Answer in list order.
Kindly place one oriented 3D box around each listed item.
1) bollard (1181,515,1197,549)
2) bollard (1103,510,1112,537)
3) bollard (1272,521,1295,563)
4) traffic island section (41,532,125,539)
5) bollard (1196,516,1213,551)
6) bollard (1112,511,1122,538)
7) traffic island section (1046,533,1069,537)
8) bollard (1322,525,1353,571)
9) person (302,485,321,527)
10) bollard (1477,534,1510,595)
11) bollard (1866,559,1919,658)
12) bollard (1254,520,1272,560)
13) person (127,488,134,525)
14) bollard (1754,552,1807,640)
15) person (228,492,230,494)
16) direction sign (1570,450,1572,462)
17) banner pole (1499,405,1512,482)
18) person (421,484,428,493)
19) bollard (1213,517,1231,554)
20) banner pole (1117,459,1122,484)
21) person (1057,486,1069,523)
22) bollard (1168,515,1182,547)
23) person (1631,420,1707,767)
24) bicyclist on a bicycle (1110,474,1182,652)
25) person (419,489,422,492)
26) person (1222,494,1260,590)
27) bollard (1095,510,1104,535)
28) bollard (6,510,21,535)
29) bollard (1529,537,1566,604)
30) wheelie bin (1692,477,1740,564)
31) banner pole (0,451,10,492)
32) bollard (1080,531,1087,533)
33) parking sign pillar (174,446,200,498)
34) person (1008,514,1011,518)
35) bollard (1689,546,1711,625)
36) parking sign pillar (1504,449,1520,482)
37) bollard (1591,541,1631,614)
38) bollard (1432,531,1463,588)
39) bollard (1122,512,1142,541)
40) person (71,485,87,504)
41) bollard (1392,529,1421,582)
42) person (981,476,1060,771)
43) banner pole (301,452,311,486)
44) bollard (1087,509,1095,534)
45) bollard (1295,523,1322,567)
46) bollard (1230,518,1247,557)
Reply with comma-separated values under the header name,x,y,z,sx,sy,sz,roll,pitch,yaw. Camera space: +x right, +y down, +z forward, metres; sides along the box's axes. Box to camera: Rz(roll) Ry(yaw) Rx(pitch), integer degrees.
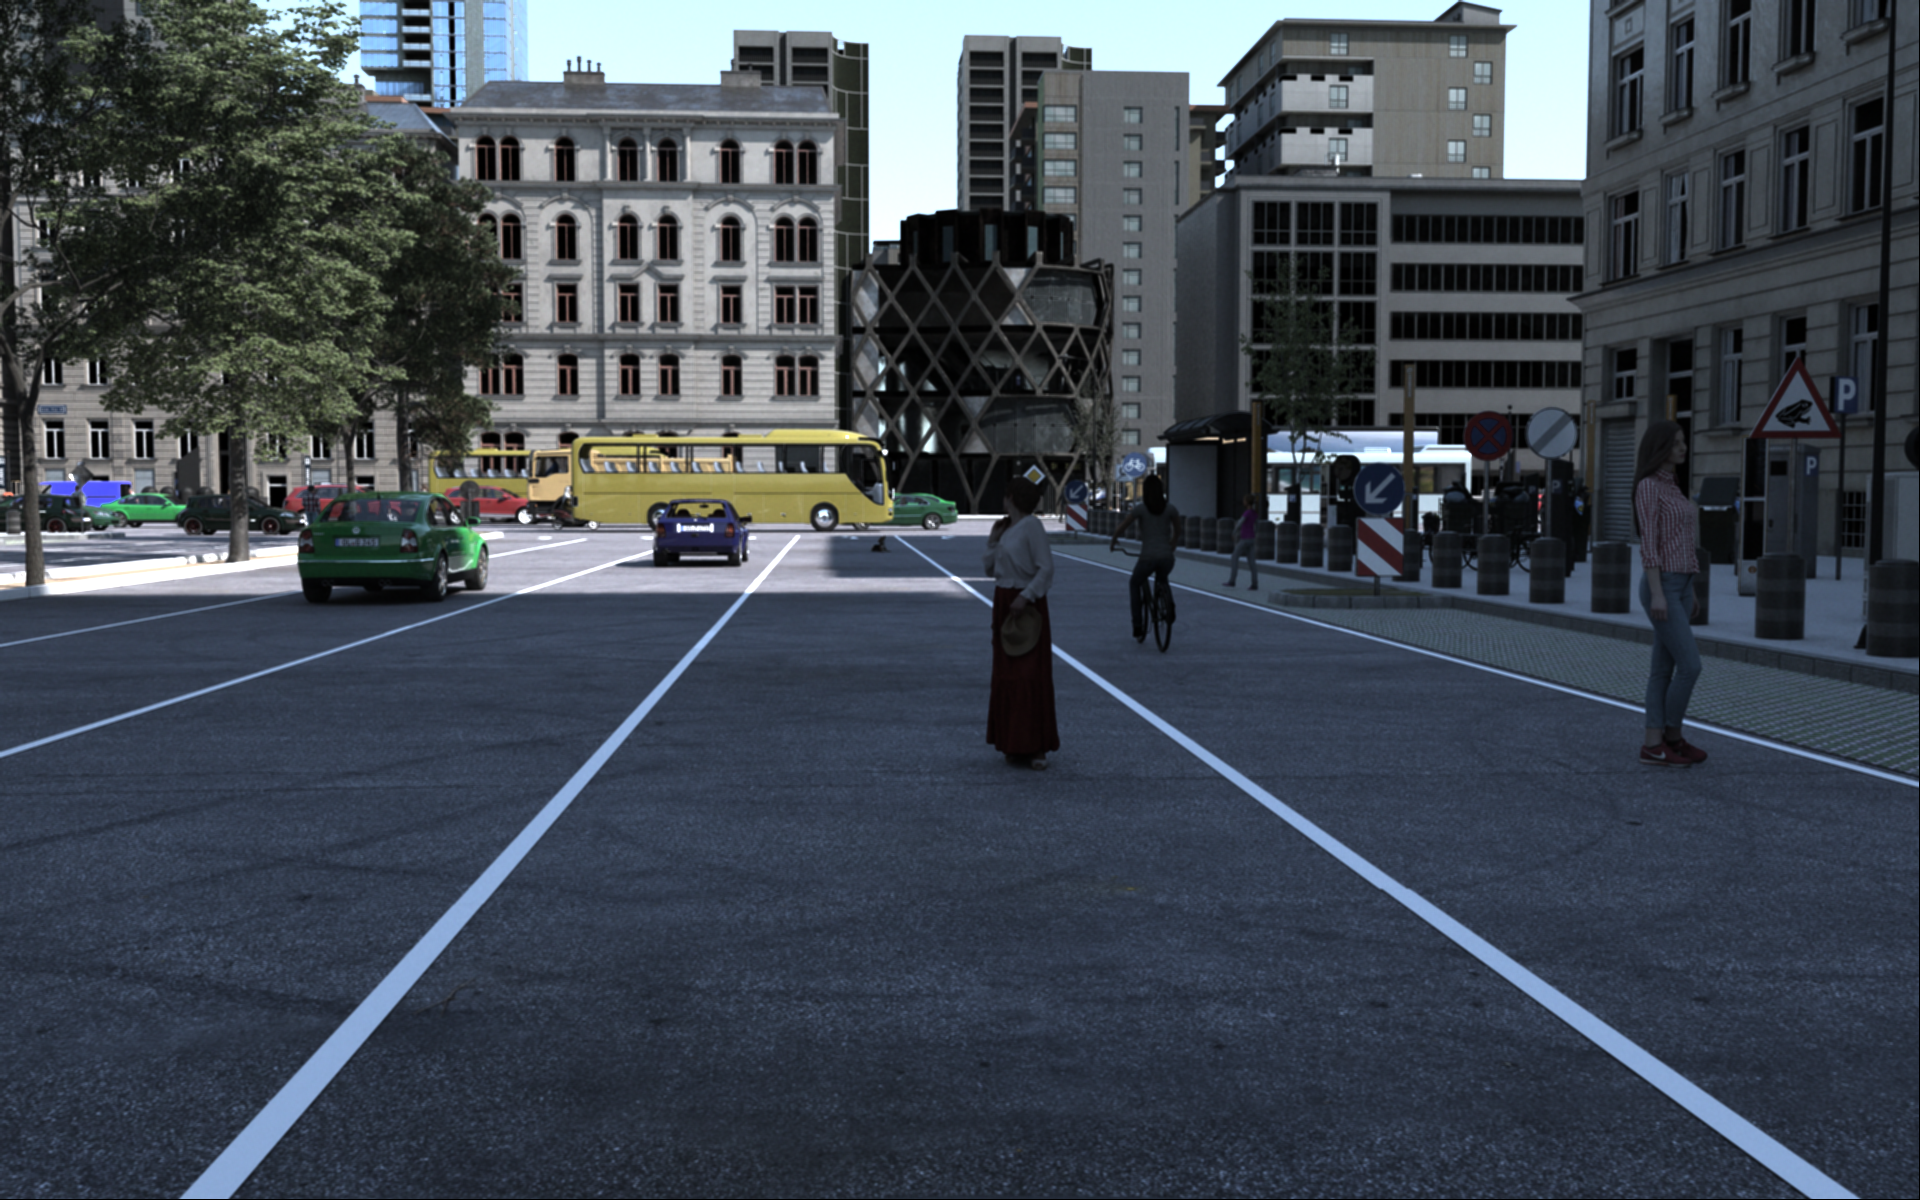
name,x,y,z,sx,sy,sz,roll,pitch,yaw
bollard,5.491,-1.585,40.629,0.404,0.777,0.398,0,3,0
bollard,4.648,-2.306,52.424,0.404,0.777,0.398,0,3,0
bollard,6.096,-1.071,32.232,0.404,0.777,0.398,0,3,0
traffic island section,-28.453,-2.070,56.117,2.009,0.180,2.903,0,4,-4
bollard,5.613,-1.482,38.949,0.404,0.777,0.398,0,3,0
bollard,4.767,-2.204,50.745,0.404,0.777,0.398,0,3,0
traffic island section,2.510,-2.205,58.325,2.009,0.180,2.903,0,4,-4
bollard,6.337,-0.866,28.868,0.404,0.777,0.398,0,3,0
person,-20.886,-2.840,55.772,0.563,1.720,0.643,0,4,-6
bollard,6.818,-0.453,22.130,0.404,0.777,0.398,0,3,0
bollard,7.420,0.060,13.731,0.404,0.777,0.398,0,3,0
bollard,5.971,-1.174,33.910,0.404,0.777,0.398,0,3,0
person,-38.295,-4.315,79.981,0.756,1.711,0.436,3,5,40
bollard,7.300,-0.042,15.410,0.404,0.777,0.398,0,3,0
person,-37.113,-4.713,87.835,0.388,1.546,0.482,-2,4,-32
direction sign,20.400,-4.029,57.870,0.379,3.537,0.876,1,4,18
banner pole,15.482,-3.600,48.878,0.401,3.779,0.863,1,4,17
person,-18.763,-3.152,60.316,0.573,1.790,0.520,2,4,25
bollard,5.732,-1.379,37.269,0.404,0.777,0.398,0,3,0
banner pole,11.462,-8.145,123.180,0.863,3.779,0.401,-1,4,-14
person,5.243,-4.763,86.147,0.755,1.850,0.659,-1,4,-17
bollard,5.367,-1.688,42.317,0.404,0.777,0.398,0,3,0
person,3.729,-0.037,9.118,0.388,1.821,0.555,2,4,29
bicyclist on a bicycle,1.779,-0.375,16.155,1.499,1.676,1.625,0,4,-6
person,-24.573,-4.285,79.235,0.551,1.740,0.621,2,4,33
person,4.137,-0.855,25.712,0.776,1.435,0.726,3,4,39
bollard,4.524,-2.409,54.103,0.404,0.777,0.398,0,3,0
bollard,-30.092,-2.467,55.059,0.404,0.777,0.398,0,3,0
bollard,6.936,-0.351,20.451,0.404,0.777,0.398,0,3,0
wheelie bin,13.987,-1.468,31.909,0.980,1.594,0.693,3,5,41
banner pole,-54.982,-6.708,99.694,0.863,3.779,0.401,-1,4,-12
bollard,4.280,-2.616,57.482,0.404,0.777,0.398,0,3,0
parking sign pillar,-43.261,-6.636,96.976,1.447,3.967,1.447,3,4,36
person,2.126,-3.550,71.220,0.373,1.253,0.362,3,5,43
bollard,7.179,-0.145,17.089,0.404,0.777,0.398,0,3,0
parking sign pillar,32.914,-7.023,103.300,1.447,3.967,1.447,0,4,-6
bollard,7.057,-0.248,18.772,0.404,0.777,0.398,0,3,0
bollard,6.699,-0.556,23.812,0.404,0.777,0.398,0,3,0
bollard,4.889,-2.101,49.067,0.404,0.777,0.398,0,3,0
person,-38.412,-4.089,75.338,0.794,1.824,0.713,-1,4,-16
bollard,6.573,-0.660,25.505,0.404,0.777,0.398,0,3,0
person,0.330,0.111,9.150,0.387,1.526,0.523,-2,4,-25
banner pole,-37.753,-6.726,99.980,0.401,3.779,0.863,1,4,23
bollard,4.404,-2.512,55.782,0.404,0.777,0.398,0,3,0
bollard,6.210,-0.968,30.547,0.404,0.777,0.398,0,3,0
bollard,5.849,-1.277,35.589,0.404,0.777,0.398,0,3,0
